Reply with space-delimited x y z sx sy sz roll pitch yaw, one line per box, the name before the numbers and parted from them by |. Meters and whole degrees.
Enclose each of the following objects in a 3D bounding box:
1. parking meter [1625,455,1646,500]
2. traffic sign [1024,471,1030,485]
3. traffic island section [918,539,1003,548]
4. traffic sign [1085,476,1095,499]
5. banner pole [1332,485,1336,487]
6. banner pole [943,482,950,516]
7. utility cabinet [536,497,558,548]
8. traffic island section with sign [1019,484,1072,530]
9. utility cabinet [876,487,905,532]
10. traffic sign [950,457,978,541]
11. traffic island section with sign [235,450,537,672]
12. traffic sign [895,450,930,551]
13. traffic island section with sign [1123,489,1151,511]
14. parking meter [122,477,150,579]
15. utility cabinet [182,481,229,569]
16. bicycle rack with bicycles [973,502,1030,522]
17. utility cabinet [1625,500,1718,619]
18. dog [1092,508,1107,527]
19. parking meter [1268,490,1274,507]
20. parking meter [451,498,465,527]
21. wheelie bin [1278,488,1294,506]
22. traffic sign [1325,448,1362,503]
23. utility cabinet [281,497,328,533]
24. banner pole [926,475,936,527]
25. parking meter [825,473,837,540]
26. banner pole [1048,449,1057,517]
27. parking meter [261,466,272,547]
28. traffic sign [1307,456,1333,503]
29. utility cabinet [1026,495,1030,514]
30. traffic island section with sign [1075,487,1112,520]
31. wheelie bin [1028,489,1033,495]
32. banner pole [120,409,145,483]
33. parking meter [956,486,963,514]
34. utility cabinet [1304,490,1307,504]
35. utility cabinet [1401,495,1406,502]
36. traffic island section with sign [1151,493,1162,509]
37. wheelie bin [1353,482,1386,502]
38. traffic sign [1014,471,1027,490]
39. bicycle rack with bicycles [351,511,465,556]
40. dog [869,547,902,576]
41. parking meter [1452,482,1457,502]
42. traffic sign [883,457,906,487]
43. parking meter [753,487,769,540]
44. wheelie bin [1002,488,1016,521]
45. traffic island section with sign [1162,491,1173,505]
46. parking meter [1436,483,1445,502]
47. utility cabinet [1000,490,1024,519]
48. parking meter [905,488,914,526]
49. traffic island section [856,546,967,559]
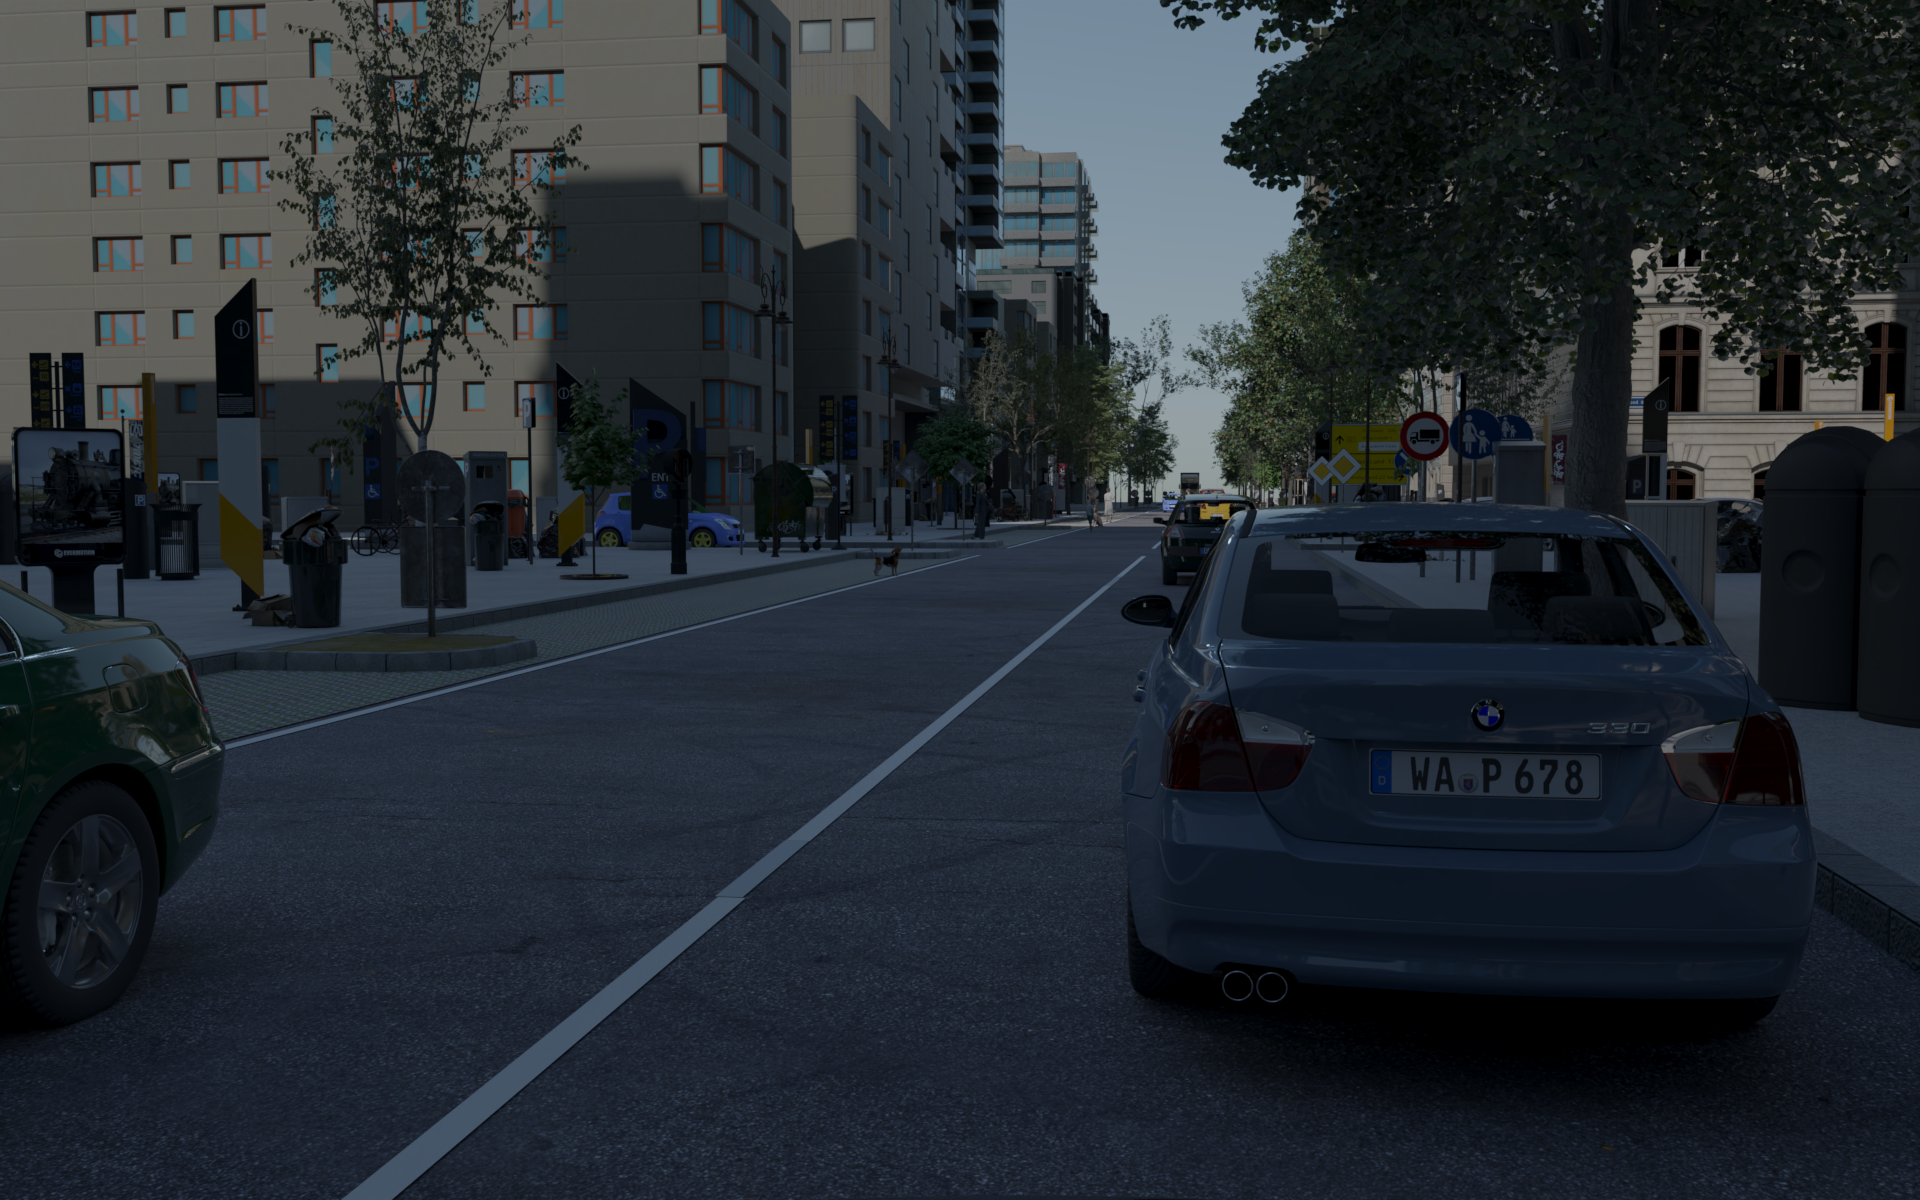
parking meter | 10.045 -1.241 26.007 0.399 1.863 0.255 -2 4 -24
traffic sign | 3.594 -5.911 96.753 0.768 2.556 0.104 1 4 12
traffic island section | 0.078 -1.523 47.187 2.009 0.180 2.903 1 4 8
traffic sign | 9.109 -7.425 121.504 0.768 2.556 0.104 1 4 13
banner pole | 14.278 -4.649 66.032 0.401 3.779 0.863 -1 4 -20
banner pole | -1.010 -6.943 103.542 0.863 3.779 0.401 1 4 21
utility cabinet | -9.478 -1.818 40.880 1.020 1.237 0.306 -1 4 -15
traffic island section with sign | 3.468 -3.739 69.762 1.989 1.847 2.006 1 4 8
utility cabinet | -2.328 -3.009 57.872 0.318 1.500 1.173 3 4 38
traffic sign | 0.102 -2.659 47.122 0.795 2.450 0.064 1 4 8
traffic island section with sign | -4.754 -0.378 14.812 1.989 1.847 2.006 1 4 8
traffic sign | -1.079 -2.176 39.224 0.795 2.450 0.064 1 4 8
traffic island section with sign | 14.662 -8.320 144.656 1.989 1.847 2.006 1 4 8
parking meter | -12.466 -1.086 26.171 0.372 1.533 0.369 0 3 0
utility cabinet | -12.621 -1.281 29.622 1.173 1.500 0.318 -2 4 -35
bicycle rack with bicycles | 2.073 -4.088 80.226 2.925 0.926 2.852 -3 4 -38
utility cabinet | 7.303 -0.419 18.016 0.306 1.237 1.020 -3 5 -40
dog | 6.162 -3.631 76.207 0.800 0.831 0.513 0 4 4
parking meter | 18.145 -5.664 101.011 0.372 1.533 0.369 0 3 0
parking meter | -11.821 -1.986 40.878 0.372 1.533 0.369 0 3 0
wheelie bin | 18.080 -5.397 96.143 0.693 1.594 0.980 -3 4 -37
traffic sign | 8.357 -2.089 37.797 0.795 2.450 0.064 1 4 8
utility cabinet | -15.475 -1.820 40.913 0.306 1.237 1.020 3 5 42
banner pole | -1.207 -4.810 68.658 0.401 3.779 0.863 -1 4 -22
parking meter | -3.577 -2.602 48.253 0.399 1.863 0.255 -2 4 -27
banner pole | 5.162 -6.493 96.175 0.401 3.779 0.863 -3 5 -42
parking meter | -14.387 -1.838 35.768 0.255 1.863 0.399 -1 4 -15
traffic sign | 9.539 -2.572 45.695 0.795 2.450 0.064 1 4 8
utility cabinet | 4.061 -5.137 95.153 1.020 1.237 0.306 -2 4 -25
traffic island section with sign | 7.453 -5.375 96.502 1.989 1.847 2.006 1 4 8
wheelie bin | 4.849 -6.471 113.708 0.980 1.594 0.693 -2 4 -24
banner pole | -24.466 -3.742 51.193 0.401 3.779 0.863 3 5 41
parking meter | -0.015 -6.539 112.615 0.399 1.863 0.255 -3 4 -39
utility cabinet | 19.750 -5.427 97.408 0.318 1.500 1.173 3 4 37
utility cabinet | 21.085 -4.342 82.159 0.306 1.237 1.020 -2 4 -27
traffic island section with sign | 18.780 -10.002 172.155 1.989 1.847 2.006 1 4 8
wheelie bin | 11.117 -2.386 46.920 0.980 1.594 0.693 -3 5 -42
traffic sign | 3.368 -5.890 96.408 0.768 2.556 0.104 1 4 15
bicycle rack with bicycles | -11.654 -1.451 37.103 2.925 0.926 2.852 -2 4 -26
dog | -1.286 -0.666 30.177 0.406 0.507 0.540 1 4 21
parking meter | 24.774 -4.941 86.488 0.399 1.863 0.255 -2 4 -33
traffic sign | -2.250 -3.672 60.045 0.884 2.594 0.081 1 4 15
parking meter | -5.558 -2.614 48.450 0.399 1.863 0.255 1 4 20
wheelie bin | 2.368 -4.649 83.921 0.693 1.594 0.980 0 4 -6
traffic island section with sign | 26.888 -13.316 226.338 1.989 1.847 2.006 1 4 8
parking meter | 25.685 -5.313 92.571 0.399 1.863 0.255 2 4 23
utility cabinet | 2.660 -4.885 88.540 1.173 1.500 0.318 0 4 1
parking meter | -2.030 -3.712 69.096 0.372 1.533 0.369 0 3 0
traffic island section | -1.104 -1.040 39.290 2.009 0.180 2.903 1 4 8
